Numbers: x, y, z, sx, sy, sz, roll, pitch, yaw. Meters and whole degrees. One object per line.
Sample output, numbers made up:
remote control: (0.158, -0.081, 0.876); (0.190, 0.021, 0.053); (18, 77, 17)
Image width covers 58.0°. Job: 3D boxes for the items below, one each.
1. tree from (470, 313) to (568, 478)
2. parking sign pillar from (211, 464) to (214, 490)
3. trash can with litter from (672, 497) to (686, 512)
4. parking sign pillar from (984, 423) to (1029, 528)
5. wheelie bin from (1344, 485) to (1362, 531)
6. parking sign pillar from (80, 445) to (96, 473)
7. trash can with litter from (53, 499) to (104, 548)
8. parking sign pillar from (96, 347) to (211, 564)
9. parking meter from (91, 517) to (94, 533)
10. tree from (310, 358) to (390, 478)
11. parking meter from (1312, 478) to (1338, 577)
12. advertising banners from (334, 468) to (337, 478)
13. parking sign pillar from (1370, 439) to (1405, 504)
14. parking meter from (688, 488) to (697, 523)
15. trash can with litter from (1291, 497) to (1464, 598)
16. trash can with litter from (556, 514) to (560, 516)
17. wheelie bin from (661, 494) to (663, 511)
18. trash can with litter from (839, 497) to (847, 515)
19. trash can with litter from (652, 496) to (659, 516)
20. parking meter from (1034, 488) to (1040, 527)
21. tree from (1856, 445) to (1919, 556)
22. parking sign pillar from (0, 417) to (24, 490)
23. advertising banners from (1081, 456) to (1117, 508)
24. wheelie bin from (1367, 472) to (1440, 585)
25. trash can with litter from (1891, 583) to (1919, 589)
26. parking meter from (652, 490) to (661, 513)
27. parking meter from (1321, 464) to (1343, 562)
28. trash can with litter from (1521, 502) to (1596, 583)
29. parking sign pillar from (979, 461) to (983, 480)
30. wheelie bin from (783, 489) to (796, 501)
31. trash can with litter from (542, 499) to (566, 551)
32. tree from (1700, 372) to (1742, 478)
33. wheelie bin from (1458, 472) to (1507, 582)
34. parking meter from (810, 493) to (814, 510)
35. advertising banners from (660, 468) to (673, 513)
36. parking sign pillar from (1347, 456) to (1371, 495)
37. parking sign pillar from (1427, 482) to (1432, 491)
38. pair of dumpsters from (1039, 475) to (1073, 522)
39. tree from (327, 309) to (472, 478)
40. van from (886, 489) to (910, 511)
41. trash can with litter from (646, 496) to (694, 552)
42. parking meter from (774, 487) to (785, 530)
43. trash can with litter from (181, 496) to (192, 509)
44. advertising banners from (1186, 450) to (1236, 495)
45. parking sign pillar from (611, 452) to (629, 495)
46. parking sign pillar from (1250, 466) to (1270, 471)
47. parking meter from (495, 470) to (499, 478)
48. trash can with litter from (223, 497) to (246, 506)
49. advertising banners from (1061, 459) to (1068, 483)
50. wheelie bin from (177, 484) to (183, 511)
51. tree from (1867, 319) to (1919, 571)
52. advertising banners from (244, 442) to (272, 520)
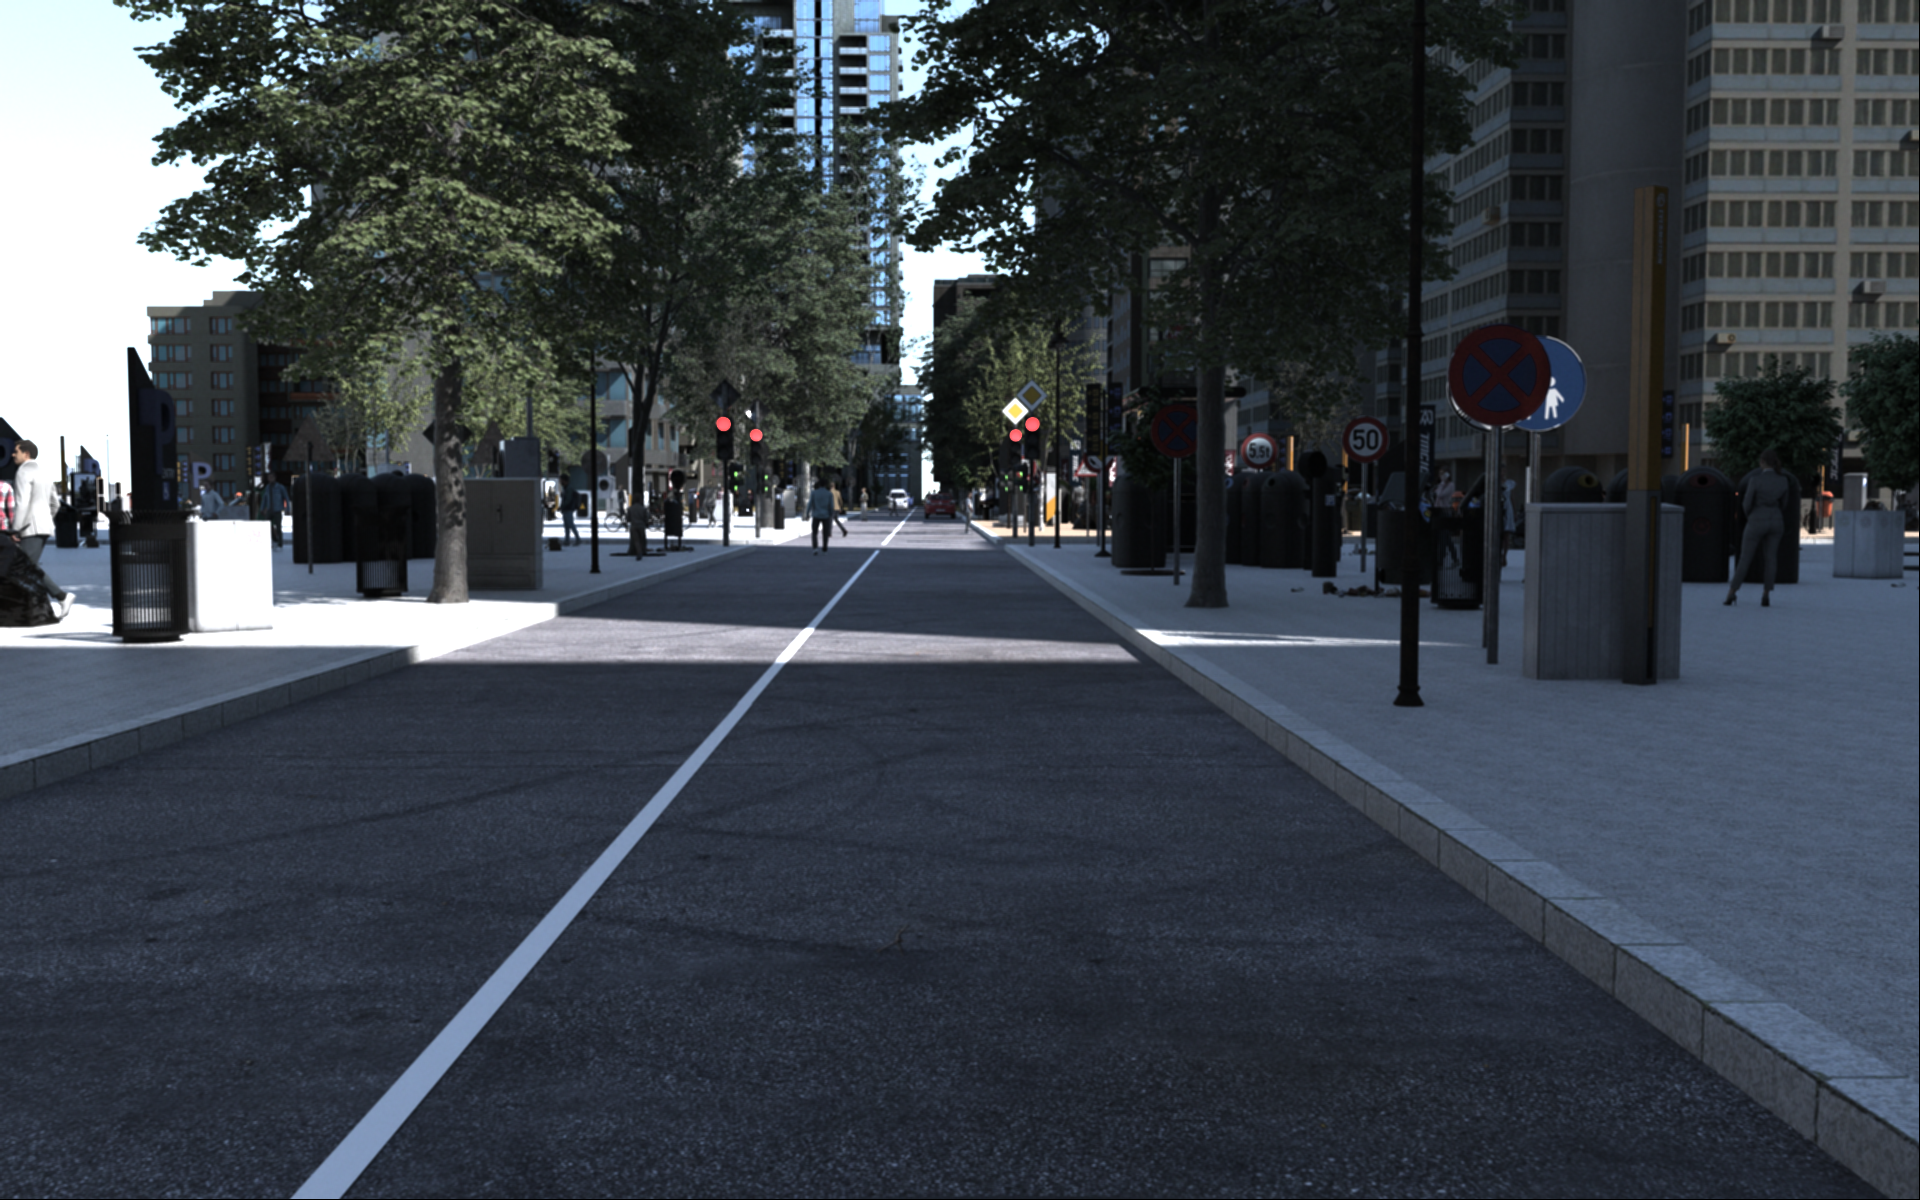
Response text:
tree: (-18.445, -7.228, 68.541); (4.737, 8.622, 4.395); (0, 3, 0)
parking sign pillar: (-46.439, -7.197, 106.137); (1.447, 3.967, 1.447); (-3, 5, -39)
trash can with litter: (-14.798, -4.846, 90.621); (0.624, 1.170, 1.055); (1, 4, 9)
parking sign pillar: (1.976, -4.790, 66.787); (1.447, 3.967, 1.447); (-2, 4, -25)
wheelie bin: (13.734, -3.179, 59.883); (0.980, 1.594, 0.693); (3, 5, 42)
parking sign pillar: (-47.812, -6.535, 95.326); (1.447, 3.967, 1.447); (0, 4, 5)
trash can with litter: (-21.136, -1.839, 41.447); (1.055, 1.170, 0.624); (-3, 5, -39)
parking sign pillar: (-15.083, -2.687, 32.401); (1.447, 3.967, 1.447); (0, 4, -6)
parking meter: (-28.940, -3.168, 57.509); (0.255, 1.863, 0.399); (-2, 4, -31)
tree: (-31.001, -8.413, 87.907); (4.360, 8.622, 3.978); (0, 3, 0)
parking meter: (5.652, -1.127, 26.837); (0.372, 1.533, 0.369); (0, 3, 0)
advertising banners: (-41.542, -7.220, 114.238); (0.090, 3.025, 2.074); (1, 4, 16)
parking sign pillar: (21.198, -5.920, 85.264); (1.447, 3.967, 1.447); (0, 4, 5)
parking meter: (-11.813, -4.168, 76.562); (0.372, 1.533, 0.369); (0, 3, 0)
trash can with litter: (5.279, -0.676, 22.110); (1.678, 1.210, 2.233); (-3, 5, -40)
trash can with litter: (-24.696, -5.687, 104.046); (1.678, 1.210, 2.233); (-1, 4, -14)
wheelie bin: (-21.594, -7.079, 123.646); (0.693, 1.594, 0.980); (-2, 4, -32)
trash can with litter: (-7.309, -5.762, 105.593); (0.624, 1.170, 1.055); (1, 4, 17)
trash can with litter: (-18.308, -5.630, 103.434); (0.624, 1.170, 1.055); (-1, 4, -16)
parking meter: (2.967, -3.658, 68.217); (0.372, 1.533, 0.369); (0, 3, 0)
tree: (19.707, -2.564, 36.518); (1.663, 3.219, 1.824); (0, 3, 0)
parking sign pillar: (-32.818, -4.363, 59.802); (1.447, 3.967, 1.447); (2, 4, 29)
advertising banners: (6.201, -5.127, 80.007); (2.074, 3.025, 0.090); (2, 4, 29)
wheelie bin: (6.388, -1.027, 24.702); (0.693, 1.594, 0.980); (-3, 5, -41)
trash can with litter: (13.470, -0.731, 23.015); (1.678, 1.210, 2.233); (-1, 4, -14)
parking meter: (-19.260, -6.232, 110.302); (0.372, 1.533, 0.369); (0, 3, 0)
parking meter: (7.041, -1.664, 32.910); (0.255, 1.863, 0.399); (-3, 5, -41)
trash can with litter: (8.204, -0.739, 23.470); (1.055, 1.170, 0.624); (1, 4, 8)
parking sign pillar: (1.763, -6.873, 100.845); (1.447, 3.967, 1.447); (-1, 4, -23)
wheelie bin: (-10.390, -5.916, 104.635); (0.980, 1.594, 0.693); (-2, 4, -28)
trash can with litter: (-9.487, -1.704, 39.247); (1.055, 1.170, 0.624); (-1, 4, -18)
tree: (18.889, -3.460, 40.279); (4.285, 4.588, 4.351); (0, 3, 0)
wheelie bin: (7.648, -1.067, 25.347); (0.693, 1.594, 0.980); (1, 4, 13)
parking meter: (-10.678, -6.965, 122.291); (0.372, 1.533, 0.369); (0, 3, 0)
advertising banners: (-19.738, -7.312, 115.745); (0.090, 3.025, 2.074); (2, 4, 23)
parking sign pillar: (20.885, -6.199, 89.824); (1.447, 3.967, 1.447); (-3, 5, -42)
parking sign pillar: (27.063, -6.925, 101.690); (1.447, 3.967, 1.447); (1, 4, 16)
pair of dumpsters: (4.435, -4.841, 81.651); (1.574, 2.255, 4.437); (0, 4, -1)
tree: (-21.370, -6.961, 64.173); (4.737, 8.622, 4.395); (0, 3, 0)
van: (-5.381, -8.739, 149.900); (2.013, 2.044, 4.112); (0, 4, -3)
trash can with litter: (-6.746, -1.689, 38.678); (1.678, 1.210, 2.233); (2, 4, 29)
parking meter: (-6.544, -3.320, 62.691); (0.372, 1.533, 0.369); (0, 3, 0)
trash can with litter: (-36.086, -4.207, 80.176); (0.624, 1.170, 1.055); (0, 4, 6)
advertising banners: (9.839, -4.412, 68.329); (2.074, 3.025, 0.090); (0, 4, 6)
parking sign pillar: (-20.265, -7.057, 103.859); (1.447, 3.967, 1.447); (3, 5, 40)
parking sign pillar: (17.115, -6.752, 98.864); (1.447, 3.967, 1.447); (-1, 4, -14)
parking meter: (-11.178, -2.239, 42.323); (0.399, 1.863, 0.255); (-3, 5, -41)
trash can with litter: (-28.029, -3.382, 66.685); (0.624, 1.170, 1.055); (3, 5, 41)
advertising banners: (5.684, -5.449, 85.274); (0.090, 3.025, 2.074); (-3, 5, -40)
wheelie bin: (-24.486, -2.793, 53.571); (0.980, 1.594, 0.693); (0, 4, -3)
tree: (16.660, -2.796, 29.426); (4.285, 4.588, 4.351); (0, 3, 0)
advertising banners: (-23.987, -3.854, 59.196); (2.074, 3.025, 0.090); (3, 5, 43)
